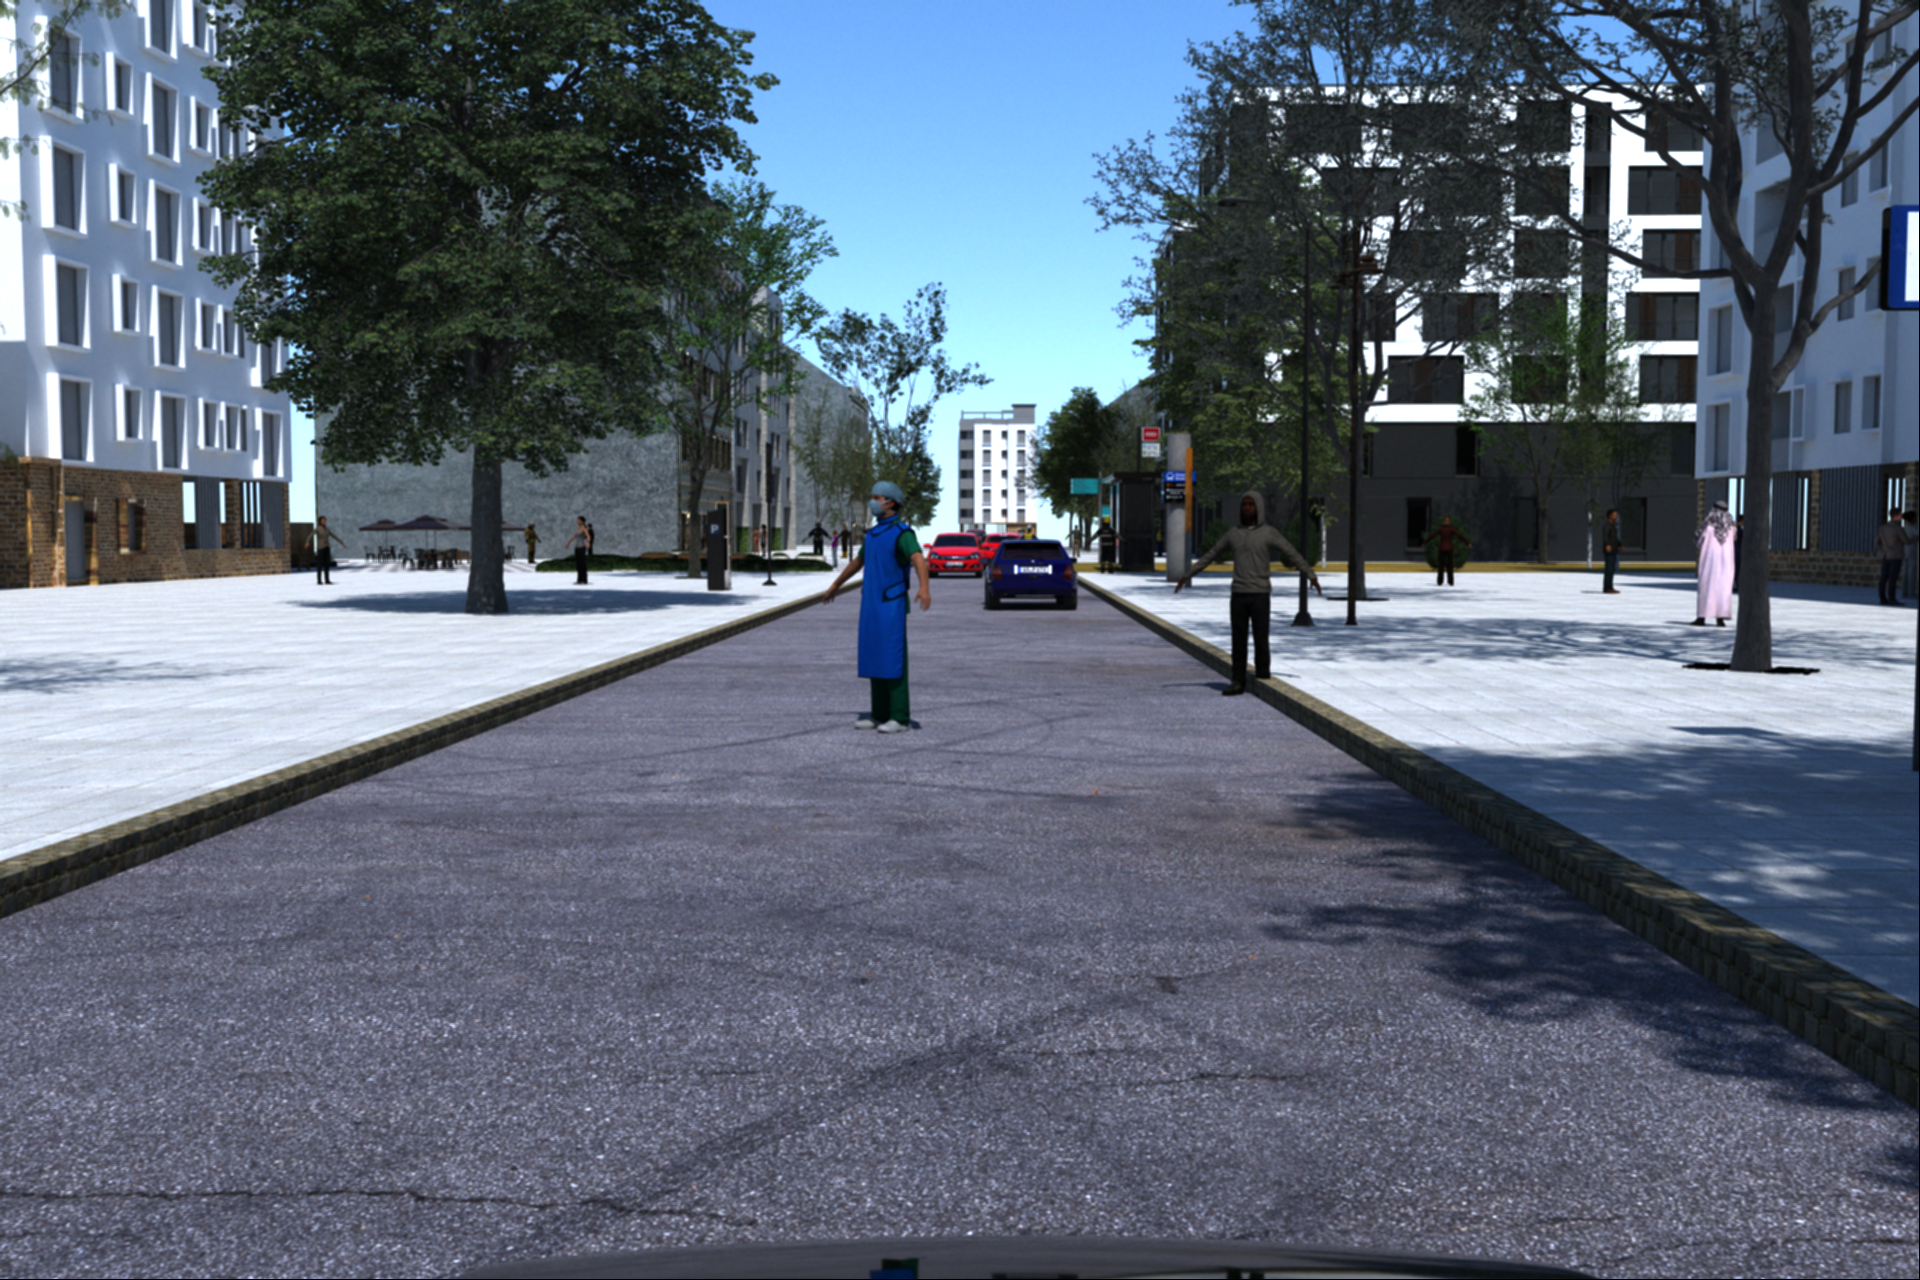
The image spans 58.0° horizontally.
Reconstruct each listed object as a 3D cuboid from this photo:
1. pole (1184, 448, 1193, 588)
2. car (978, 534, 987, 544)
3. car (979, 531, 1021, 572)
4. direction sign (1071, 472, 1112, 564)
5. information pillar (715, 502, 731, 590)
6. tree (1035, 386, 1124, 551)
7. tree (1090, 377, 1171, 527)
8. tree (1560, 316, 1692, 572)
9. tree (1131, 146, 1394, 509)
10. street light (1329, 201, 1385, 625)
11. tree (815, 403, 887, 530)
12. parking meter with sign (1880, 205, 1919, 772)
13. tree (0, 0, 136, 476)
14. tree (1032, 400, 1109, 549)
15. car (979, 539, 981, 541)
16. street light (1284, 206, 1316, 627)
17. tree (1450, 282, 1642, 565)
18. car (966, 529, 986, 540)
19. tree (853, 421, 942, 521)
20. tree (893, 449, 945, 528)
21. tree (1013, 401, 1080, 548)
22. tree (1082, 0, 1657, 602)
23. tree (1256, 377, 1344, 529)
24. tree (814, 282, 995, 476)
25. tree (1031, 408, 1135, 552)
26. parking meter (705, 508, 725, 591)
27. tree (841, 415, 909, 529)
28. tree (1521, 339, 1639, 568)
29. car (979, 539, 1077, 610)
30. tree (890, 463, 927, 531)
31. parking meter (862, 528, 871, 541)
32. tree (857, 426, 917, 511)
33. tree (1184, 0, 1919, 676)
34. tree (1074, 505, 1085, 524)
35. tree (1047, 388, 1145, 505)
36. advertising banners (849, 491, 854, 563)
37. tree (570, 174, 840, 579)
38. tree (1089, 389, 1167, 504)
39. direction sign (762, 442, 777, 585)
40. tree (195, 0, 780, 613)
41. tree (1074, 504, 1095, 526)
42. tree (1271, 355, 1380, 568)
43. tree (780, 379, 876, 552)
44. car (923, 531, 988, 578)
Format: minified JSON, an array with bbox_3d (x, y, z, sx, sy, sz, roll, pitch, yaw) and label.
[{"bbox_3d":[5.441,-2.900,41.251,0.158,3.312,0.155,0,3,0],"label":"pole"},{"bbox_3d":[2.018,-5.852,105.466,2.009,1.686,4.222,0,4,1],"label":"car"},{"bbox_3d":[1.667,-3.521,66.605,2.155,1.783,4.494,0,4,1],"label":"car"},{"bbox_3d":[5.995,-5.187,73.568,2.525,3.948,1.411,0,4,-1],"label":"direction sign"},{"bbox_3d":[-5.406,-2.145,39.570,0.304,2.012,0.304,0,4,1],"label":"information pillar"},{"bbox_3d":[9.588,-13.174,133.514,7.486,12.596,7.792,0,3,0],"label":"tree"},{"bbox_3d":[8.752,-7.961,80.529,4.360,8.622,3.978,0,3,0],"label":"tree"},{"bbox_3d":[22.210,-6.643,58.971,4.360,8.622,3.978,0,3,0],"label":"tree"},{"bbox_3d":[8.631,-8.071,50.093,7.486,12.596,7.792,0,3,0],"label":"tree"},{"bbox_3d":[5.510,-3.145,24.207,0.468,5.910,1.993,0,4,1],"label":"street light"},{"bbox_3d":[-6.569,-8.986,97.288,4.360,8.622,3.978,0,3,0],"label":"tree"},{"bbox_3d":[5.177,-0.746,8.460,0.543,3.016,1.738,0,4,1],"label":"parking meter with sign"},{"bbox_3d":[-8.629,-3.782,12.203,4.360,8.622,3.978,0,3,0],"label":"tree"},{"bbox_3d":[9.838,-13.980,146.705,7.486,12.596,7.792,0,3,0],"label":"tree"},{"bbox_3d":[0.408,-6.534,118.623,2.131,1.459,4.920,0,4,1],"label":"car"},{"bbox_3d":[5.328,-3.145,23.961,1.470,5.913,1.316,0,4,2],"label":"street light"},{"bbox_3d":[24.569,-8.995,72.827,9.928,11.665,9.643,0,3,0],"label":"tree"},{"bbox_3d":[1.244,-7.772,135.741,2.281,1.827,5.304,0,4,1],"label":"car"},{"bbox_3d":[-5.190,-12.770,143.209,8.767,10.594,7.601,1,4,15],"label":"tree"},{"bbox_3d":[-7.238,-21.113,251.853,9.857,13.997,8.962,0,3,0],"label":"tree"},{"bbox_3d":[10.231,-15.226,159.322,12.009,13.543,11.850,0,3,0],"label":"tree"},{"bbox_3d":[7.548,-7.502,33.030,12.009,13.543,11.850,0,3,0],"label":"tree"},{"bbox_3d":[14.918,-7.642,75.316,4.737,8.622,4.395,0,3,0],"label":"tree"},{"bbox_3d":[-3.973,-16.728,129.397,12.611,20.169,13.585,0,3,0],"label":"tree"},{"bbox_3d":[9.298,-11.640,124.723,8.767,10.594,7.601,0,3,0],"label":"tree"},{"bbox_3d":[-5.553,-2.052,39.263,0.399,1.863,0.255,0,4,1],"label":"parking meter"},{"bbox_3d":[-5.944,-9.578,106.962,4.360,8.622,3.978,0,3,0],"label":"tree"},{"bbox_3d":[23.803,-6.991,64.660,4.360,8.622,3.978,0,3,0],"label":"tree"},{"bbox_3d":[1.359,-1.314,34.071,1.945,1.354,3.894,0,3,0],"label":"car"},{"bbox_3d":[-5.016,-12.732,158.522,4.360,8.622,3.978,0,3,0],"label":"tree"},{"bbox_3d":[-3.898,-3.912,72.374,0.372,1.533,0.369,0,3,0],"label":"parking meter"},{"bbox_3d":[-5.211,-10.347,119.543,4.737,8.622,4.395,0,3,0],"label":"tree"},{"bbox_3d":[7.536,-6.456,15.933,12.009,13.543,11.850,0,3,0],"label":"tree"},{"bbox_3d":[18.509,-18.484,252.580,4.737,8.622,4.395,0,3,0],"label":"tree"},{"bbox_3d":[9.082,-10.832,111.521,7.601,10.594,8.767,0,4,5],"label":"tree"},{"bbox_3d":[-4.345,-4.475,69.353,0.090,3.025,2.074,0,4,1],"label":"advertising banners"},{"bbox_3d":[-7.483,-7.578,49.649,9.928,11.665,9.643,0,3,0],"label":"tree"},{"bbox_3d":[8.822,-8.328,86.533,4.360,8.622,3.978,0,3,0],"label":"tree"},{"bbox_3d":[-4.768,-3.136,43.277,0.379,3.537,0.876,0,4,1],"label":"direction sign"},{"bbox_3d":[-7.835,-7.422,28.011,9.857,13.997,8.962,0,3,0],"label":"tree"},{"bbox_3d":[18.874,-18.210,248.102,4.360,8.622,3.978,0,3,0],"label":"tree"},{"bbox_3d":[13.880,-7.058,65.753,4.360,8.622,3.978,0,3,0],"label":"tree"},{"bbox_3d":[-6.786,-7.991,81.023,4.360,8.622,3.978,0,3,0],"label":"tree"},{"bbox_3d":[-0.121,-2.980,57.765,2.155,1.783,4.494,0,4,2],"label":"car"}]
